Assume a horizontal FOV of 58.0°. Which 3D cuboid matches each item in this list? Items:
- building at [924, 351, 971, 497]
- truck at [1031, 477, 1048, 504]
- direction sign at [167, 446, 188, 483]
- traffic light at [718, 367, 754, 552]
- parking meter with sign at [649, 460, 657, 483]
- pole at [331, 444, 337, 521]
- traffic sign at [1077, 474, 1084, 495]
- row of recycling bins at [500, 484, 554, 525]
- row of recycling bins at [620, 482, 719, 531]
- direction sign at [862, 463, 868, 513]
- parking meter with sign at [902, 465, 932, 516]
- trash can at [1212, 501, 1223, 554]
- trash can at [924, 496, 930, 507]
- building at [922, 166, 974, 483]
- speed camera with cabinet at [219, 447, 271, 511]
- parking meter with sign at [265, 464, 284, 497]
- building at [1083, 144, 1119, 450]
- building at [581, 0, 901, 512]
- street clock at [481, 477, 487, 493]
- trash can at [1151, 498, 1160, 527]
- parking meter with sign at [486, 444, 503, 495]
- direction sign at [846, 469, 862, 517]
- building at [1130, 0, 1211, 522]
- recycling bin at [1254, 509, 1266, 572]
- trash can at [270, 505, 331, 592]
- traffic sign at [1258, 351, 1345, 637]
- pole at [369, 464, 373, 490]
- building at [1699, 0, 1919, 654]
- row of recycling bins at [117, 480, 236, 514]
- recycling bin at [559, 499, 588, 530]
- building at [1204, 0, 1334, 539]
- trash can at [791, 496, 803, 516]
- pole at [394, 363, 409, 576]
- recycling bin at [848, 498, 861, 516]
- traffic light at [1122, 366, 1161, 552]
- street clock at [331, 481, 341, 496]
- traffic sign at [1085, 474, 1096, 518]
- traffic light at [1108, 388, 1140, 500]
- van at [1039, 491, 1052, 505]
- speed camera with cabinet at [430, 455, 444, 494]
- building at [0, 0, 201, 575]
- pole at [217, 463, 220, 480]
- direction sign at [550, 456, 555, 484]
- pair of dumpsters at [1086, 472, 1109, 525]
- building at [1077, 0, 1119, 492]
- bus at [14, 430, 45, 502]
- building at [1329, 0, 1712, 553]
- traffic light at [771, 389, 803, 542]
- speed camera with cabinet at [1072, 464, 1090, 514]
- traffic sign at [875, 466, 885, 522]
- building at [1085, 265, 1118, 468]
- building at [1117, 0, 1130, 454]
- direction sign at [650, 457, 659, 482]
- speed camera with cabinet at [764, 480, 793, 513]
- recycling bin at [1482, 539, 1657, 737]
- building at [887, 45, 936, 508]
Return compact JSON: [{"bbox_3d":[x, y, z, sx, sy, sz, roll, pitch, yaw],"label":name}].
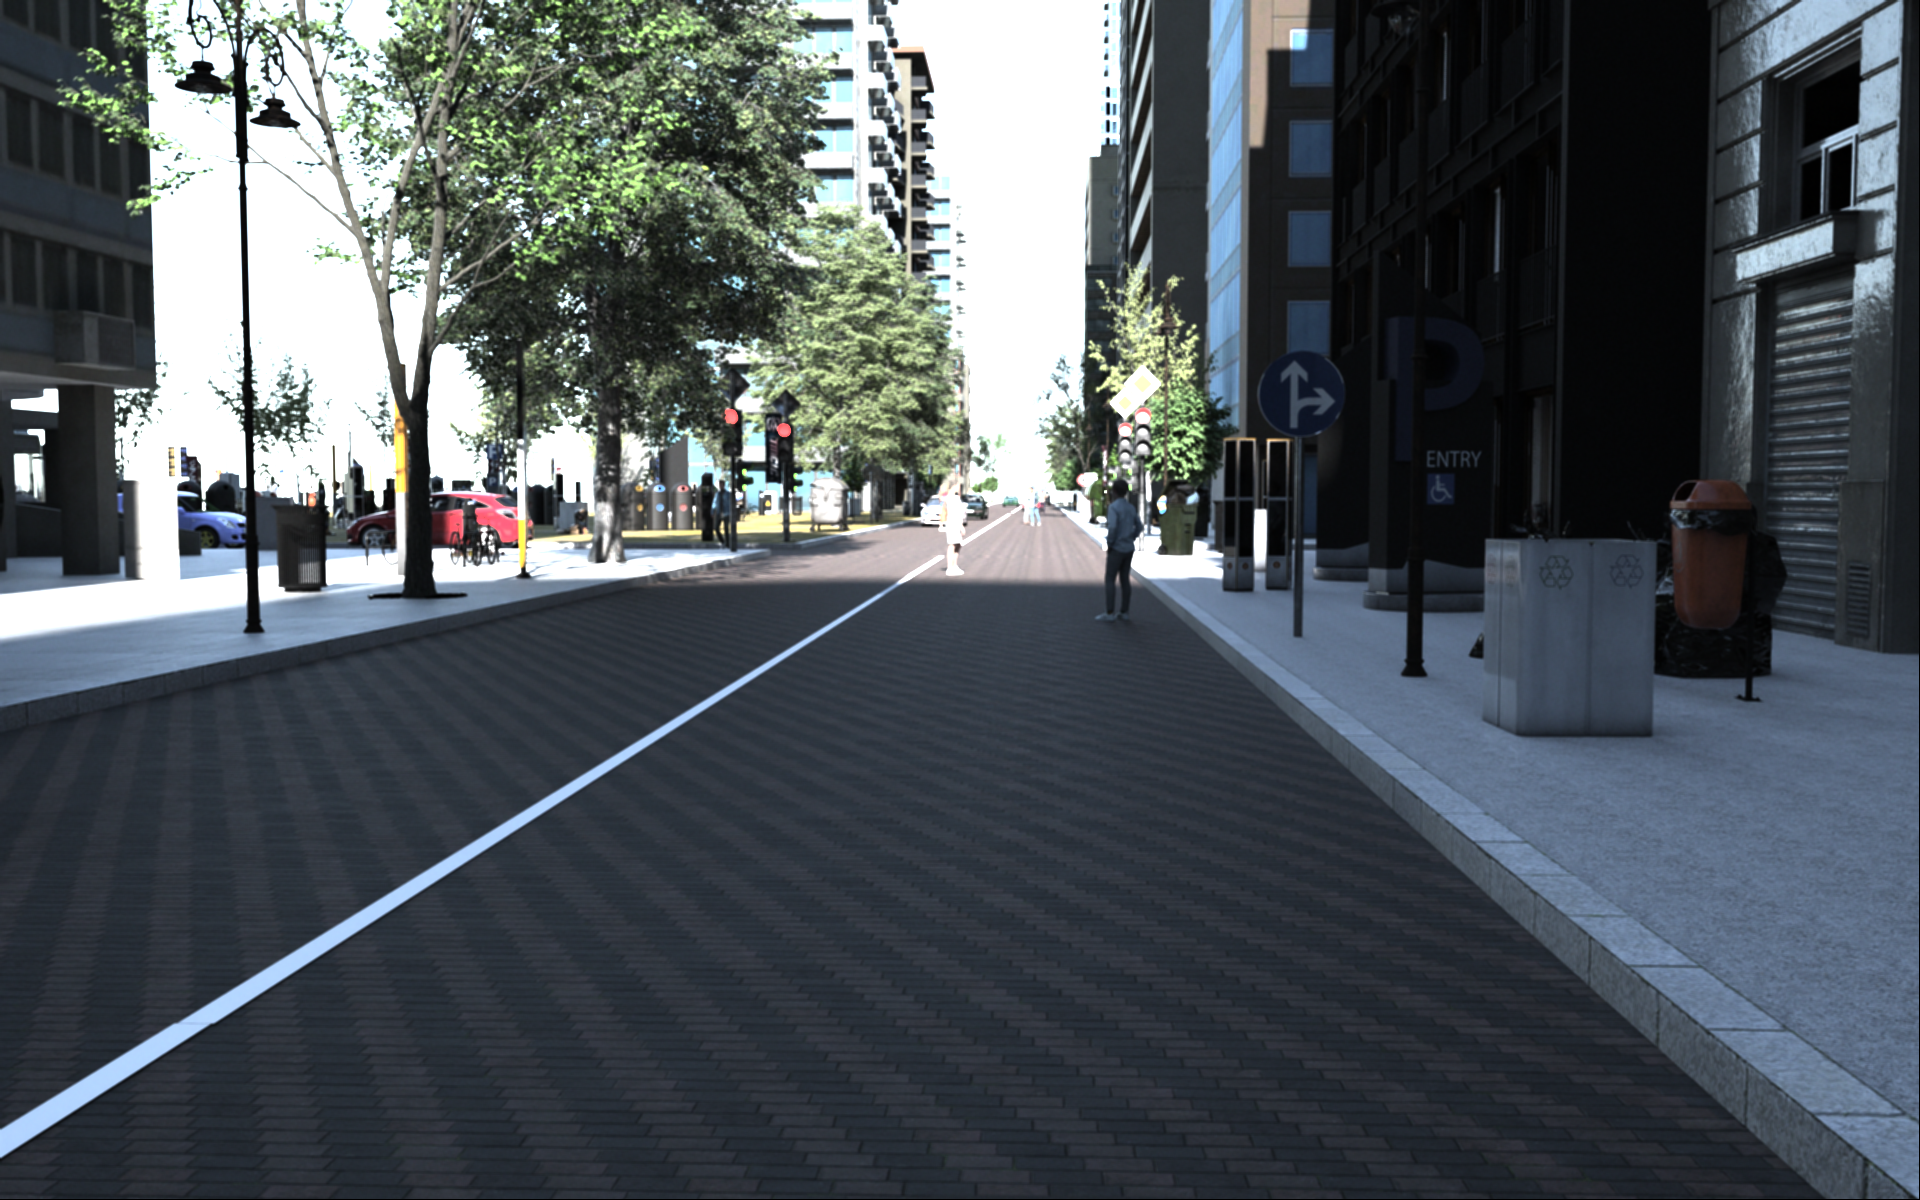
[{"bbox_3d":[-12.920,-23.197,224.310,27.650,21.520,28.899,0,4,3],"label":"building"},{"bbox_3d":[12.318,-16.979,267.361,2.967,4.110,18.799,0,4,1],"label":"truck"},{"bbox_3d":[-36.972,-5.500,81.916,0.876,3.537,0.379,-1,4,-17],"label":"direction sign"},{"bbox_3d":[-5.023,-3.029,38.451,0.839,4.253,0.868,0,4,3],"label":"traffic light"},{"bbox_3d":[-14.814,-5.571,87.353,1.738,3.016,0.543,2,4,30],"label":"parking meter with sign"},{"bbox_3d":[-25.646,-4.719,70.993,0.158,3.312,0.155,0,3,0],"label":"pole"},{"bbox_3d":[7.801,-6.707,109.759,0.768,2.556,0.104,1,4,12],"label":"traffic sign"},{"bbox_3d":[-18.217,-4.037,73.112,3.534,1.692,1.069,2,4,26],"label":"row of recycling bins"},{"bbox_3d":[-10.242,-3.295,60.990,3.534,1.692,1.069,-2,4,-24],"label":"row of recycling bins"},{"bbox_3d":[-6.835,-7.835,120.095,0.876,3.537,0.379,0,4,-1],"label":"direction sign"},{"bbox_3d":[-2.569,-6.581,103.860,1.738,3.016,0.543,-1,4,-18],"label":"parking meter with sign"},{"bbox_3d":[5.804,-1.572,37.361,0.748,1.137,0.748,0,3,0],"label":"trash can"},{"bbox_3d":[-2.285,-6.194,112.921,0.748,1.137,0.748,0,3,0],"label":"trash can"},{"bbox_3d":[-10.137,-38.739,252.994,23.786,49.044,30.456,0,4,3],"label":"building"},{"bbox_3d":[-30.225,-4.823,73.196,2.038,3.252,0.660,1,4,9],"label":"speed camera with cabinet"},{"bbox_3d":[-39.719,-6.344,99.978,1.738,3.016,0.543,3,4,37],"label":"parking meter with sign"},{"bbox_3d":[27.777,-37.426,235.611,21.300,48.544,21.600,0,4,3],"label":"building"},{"bbox_3d":[-16.415,-31.676,137.506,23.786,49.044,30.456,0,4,3],"label":"building"},{"bbox_3d":[-20.370,-4.284,74.610,0.471,2.002,0.358,2,4,27],"label":"street clock"},{"bbox_3d":[7.806,-3.451,68.072,0.748,1.137,0.748,0,3,0],"label":"trash can"},{"bbox_3d":[-15.948,-3.844,59.113,0.543,3.016,1.738,-1,4,-10],"label":"parking meter with sign"},{"bbox_3d":[-6.125,-6.459,97.605,0.876,3.537,0.379,-1,4,-19],"label":"direction sign"},{"bbox_3d":[19.751,-28.335,86.986,21.300,48.544,21.600,0,4,3],"label":"building"},{"bbox_3d":[4.930,-1.008,29.027,0.722,1.027,0.722,2,4,29],"label":"recycling bin"},{"bbox_3d":[-8.656,-0.680,22.772,0.748,1.137,0.748,0,3,0],"label":"trash can"},{"bbox_3d":[3.042,-0.942,15.512,0.768,2.556,0.104,0,4,5],"label":"traffic sign"},{"bbox_3d":[-40.274,-7.619,118.409,0.158,3.312,0.155,0,3,0],"label":"pole"},{"bbox_3d":[14.201,-10.368,2.798,16.112,22.955,30.059,0,4,3],"label":"building"},{"bbox_3d":[-23.309,-2.694,51.166,3.534,1.692,1.069,-1,4,-23],"label":"row of recycling bins"},{"bbox_3d":[-12.969,-2.790,58.179,0.722,1.027,0.722,1,4,18],"label":"recycling bin"},{"bbox_3d":[15.550,-24.735,54.526,14.200,45.320,14.600,0,4,3],"label":"building"},{"bbox_3d":[-9.769,-5.635,103.782,0.748,1.137,0.748,0,3,0],"label":"trash can"},{"bbox_3d":[-8.726,-2.033,27.077,0.158,3.312,0.155,0,3,0],"label":"pole"},{"bbox_3d":[-6.318,-5.484,102.213,0.722,1.027,0.722,-2,4,-24],"label":"recycling bin"},{"bbox_3d":[3.979,-3.004,38.043,0.839,4.253,0.868,0,4,3],"label":"traffic light"},{"bbox_3d":[-33.969,-5.487,94.288,0.471,2.002,0.358,-3,5,-44],"label":"street clock"},{"bbox_3d":[6.537,-5.157,86.447,0.606,2.300,0.079,1,4,12],"label":"traffic sign"},{"bbox_3d":[4.356,-3.492,46.020,0.839,4.253,0.868,0,4,3],"label":"traffic light"},{"bbox_3d":[10.869,-13.249,223.629,2.013,2.044,4.112,0,4,1],"label":"van"},{"bbox_3d":[-27.214,-5.713,87.748,2.038,3.252,0.660,-1,4,-20],"label":"speed camera with cabinet"},{"bbox_3d":[-25.057,-20.166,21.600,23.993,40.220,32.217,0,4,3],"label":"building"},{"bbox_3d":[-47.974,-7.238,112.182,0.158,3.312,0.155,0,3,0],"label":"pole"},{"bbox_3d":[-24.601,-6.892,104.681,0.379,3.537,0.876,-2,4,-30],"label":"direction sign"},{"bbox_3d":[6.183,-4.357,73.730,1.574,2.255,4.437,0,4,3],"label":"pair of dumpsters"},{"bbox_3d":[29.271,-58.027,261.406,22.319,86.520,31.000,0,4,3],"label":"building"},{"bbox_3d":[-29.195,-2.975,43.495,13.247,3.499,2.948,0,4,2],"label":"bus"},{"bbox_3d":[13.226,-12.028,26.330,12.332,23.373,15.834,0,4,3],"label":"building"},{"bbox_3d":[-4.646,-3.517,46.428,0.839,4.253,0.868,0,4,3],"label":"traffic light"},{"bbox_3d":[8.056,-7.323,114.075,0.660,3.252,2.038,-1,4,-20],"label":"speed camera with cabinet"},{"bbox_3d":[-3.750,-4.778,78.220,0.768,2.556,0.104,1,4,10],"label":"traffic sign"},{"bbox_3d":[22.793,-27.331,218.557,14.160,30.474,14.107,0,4,3],"label":"building"},{"bbox_3d":[25.109,-45.481,181.872,20.563,71.187,20.611,0,4,3],"label":"building"},{"bbox_3d":[-18.596,-6.941,105.487,0.876,3.537,0.379,3,5,43],"label":"direction sign"},{"bbox_3d":[-12.093,-7.355,114.585,2.038,3.252,0.660,1,4,10],"label":"speed camera with cabinet"},{"bbox_3d":[3.318,0.188,9.474,0.722,1.027,0.722,0,4,1],"label":"recycling bin"},{"bbox_3d":[-13.808,-31.383,167.731,22.147,44.769,28.867,0,4,3],"label":"building"}]
